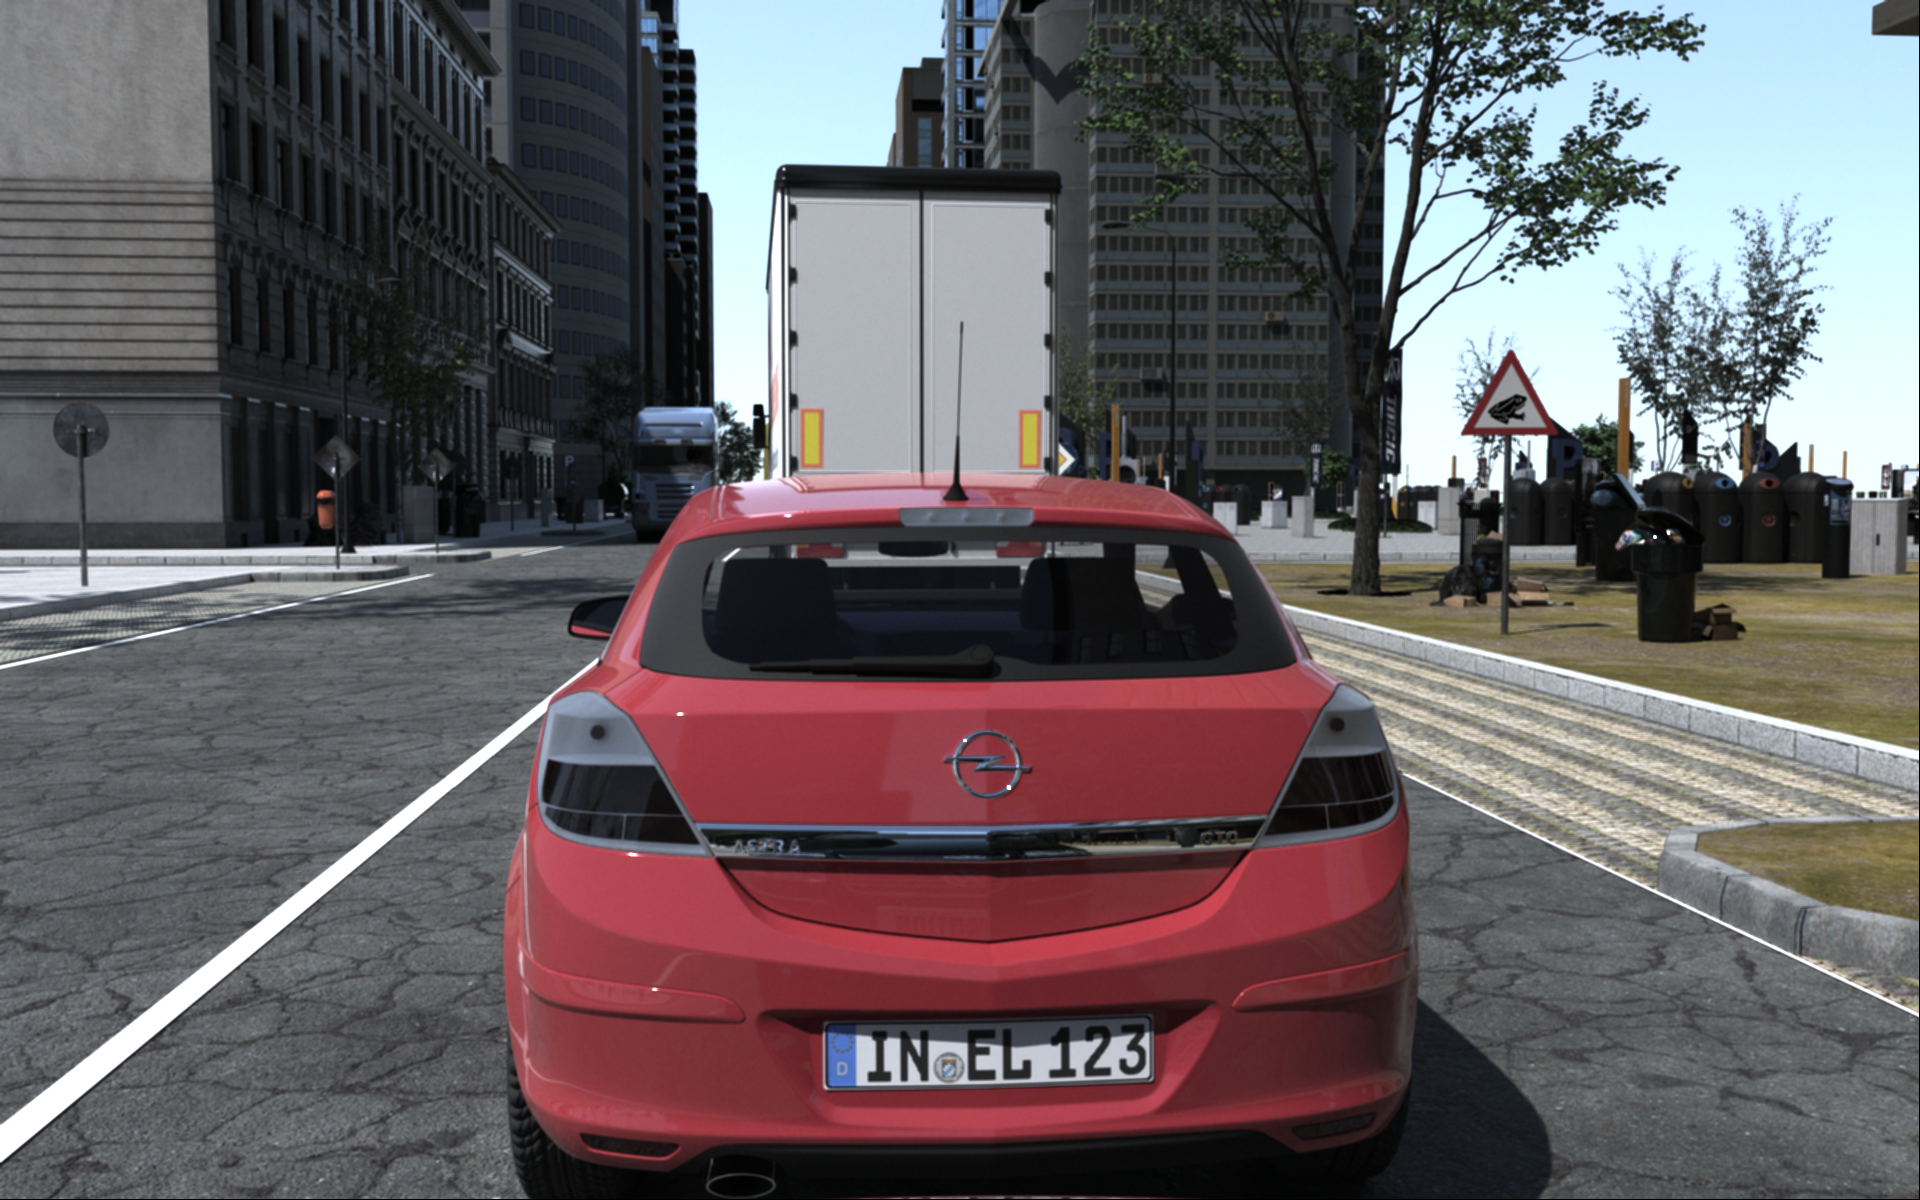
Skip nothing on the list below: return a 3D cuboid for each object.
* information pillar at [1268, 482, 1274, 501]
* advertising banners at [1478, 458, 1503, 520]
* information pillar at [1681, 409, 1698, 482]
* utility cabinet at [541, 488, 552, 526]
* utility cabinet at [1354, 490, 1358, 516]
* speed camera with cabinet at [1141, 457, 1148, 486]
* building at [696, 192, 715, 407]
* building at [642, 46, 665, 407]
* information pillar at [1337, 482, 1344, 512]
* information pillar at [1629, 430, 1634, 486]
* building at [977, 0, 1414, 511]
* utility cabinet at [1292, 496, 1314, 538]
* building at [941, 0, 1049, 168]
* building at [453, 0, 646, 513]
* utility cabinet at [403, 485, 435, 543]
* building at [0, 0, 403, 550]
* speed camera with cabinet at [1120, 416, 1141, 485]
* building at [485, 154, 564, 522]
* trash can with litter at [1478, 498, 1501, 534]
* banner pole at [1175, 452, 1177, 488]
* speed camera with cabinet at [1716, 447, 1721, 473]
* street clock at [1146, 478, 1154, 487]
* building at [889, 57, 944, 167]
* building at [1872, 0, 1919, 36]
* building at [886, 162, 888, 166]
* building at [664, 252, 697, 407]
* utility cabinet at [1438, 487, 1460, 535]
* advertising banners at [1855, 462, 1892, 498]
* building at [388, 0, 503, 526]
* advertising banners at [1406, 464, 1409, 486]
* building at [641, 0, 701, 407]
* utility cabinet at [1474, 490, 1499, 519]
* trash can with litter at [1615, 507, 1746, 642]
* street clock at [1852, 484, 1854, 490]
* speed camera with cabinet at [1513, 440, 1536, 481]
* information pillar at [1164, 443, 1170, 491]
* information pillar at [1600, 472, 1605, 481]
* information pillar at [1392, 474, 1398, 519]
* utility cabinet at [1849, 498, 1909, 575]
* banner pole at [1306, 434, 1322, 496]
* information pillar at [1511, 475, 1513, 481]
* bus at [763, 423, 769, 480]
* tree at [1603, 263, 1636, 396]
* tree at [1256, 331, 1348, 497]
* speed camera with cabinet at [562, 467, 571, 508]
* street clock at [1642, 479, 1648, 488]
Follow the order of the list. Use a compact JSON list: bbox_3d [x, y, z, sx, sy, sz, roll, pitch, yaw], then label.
[{"bbox_3d":[19.489,-6.360,108.485,0.304,2.012,0.304,0,4,-3],"label":"information pillar"},{"bbox_3d":[25.570,-5.292,82.707,0.090,3.025,2.074,-3,4,-37],"label":"advertising banners"},{"bbox_3d":[20.022,-3.439,47.579,0.504,3.616,0.183,-1,4,-21],"label":"information pillar"},{"bbox_3d":[-16.331,-3.658,68.480,0.318,1.500,1.173,0,4,-7],"label":"utility cabinet"},{"bbox_3d":[23.385,-5.600,100.244,1.173,1.500,0.318,-1,4,-19],"label":"utility cabinet"},{"bbox_3d":[9.370,-6.027,92.878,0.660,3.252,2.038,-1,4,-23],"label":"speed camera with cabinet"},{"bbox_3d":[-42.767,-36.660,249.507,14.600,45.320,14.200,0,4,-5],"label":"building"},{"bbox_3d":[-36.690,-31.826,170.458,14.600,45.320,14.200,0,4,-5],"label":"building"},{"bbox_3d":[23.151,-6.167,105.317,0.304,2.012,0.304,-3,4,-39],"label":"information pillar"},{"bbox_3d":[21.703,-3.979,56.411,0.183,3.616,0.504,-2,4,-26],"label":"information pillar"},{"bbox_3d":[14.694,-26.845,130.795,32.217,40.220,23.993,0,4,-5],"label":"building"},{"bbox_3d":[10.048,-2.422,50.756,0.306,1.237,1.020,-1,4,-11],"label":"utility cabinet"},{"bbox_3d":[7.050,-51.596,156.260,22.319,86.520,31.000,0,4,-5],"label":"building"},{"bbox_3d":[-34.728,-35.620,124.379,21.231,58.520,28.212,0,4,-5],"label":"building"},{"bbox_3d":[-14.070,-2.226,45.071,0.318,1.500,1.173,1,4,9],"label":"utility cabinet"},{"bbox_3d":[-22.548,-12.170,48.123,9.793,20.994,18.267,0,4,-5],"label":"building"},{"bbox_3d":[3.441,-3.012,43.580,2.038,3.252,0.660,0,4,4],"label":"speed camera with cabinet"},{"bbox_3d":[-26.778,-13.675,88.210,10.561,19.102,19.286,0,4,-5],"label":"building"},{"bbox_3d":[16.846,-2.681,55.225,0.624,1.170,1.055,2,4,25],"label":"trash can with litter"},{"bbox_3d":[11.319,-6.198,91.349,0.401,3.779,0.863,-1,4,-10],"label":"banner pole"},{"bbox_3d":[31.830,-4.840,73.475,0.660,3.252,2.038,1,4,16],"label":"speed camera with cabinet"},{"bbox_3d":[8.672,-4.528,78.599,0.471,2.002,0.358,-2,4,-31],"label":"street clock"},{"bbox_3d":[0.612,-32.388,179.647,14.600,45.320,14.200,0,4,-5],"label":"building"},{"bbox_3d":[25.038,-25.612,8.003,28.713,52.752,27.495,0,4,-5],"label":"building"},{"bbox_3d":[0.334,-37.546,233.482,23.786,49.044,30.456,0,4,-5],"label":"building"},{"bbox_3d":[-38.583,-26.456,204.251,14.160,30.474,14.107,0,4,-5],"label":"building"},{"bbox_3d":[15.408,-2.807,54.577,0.318,1.500,1.173,0,4,-3],"label":"utility cabinet"},{"bbox_3d":[54.955,-6.611,104.275,0.090,3.025,2.074,-2,4,-34],"label":"advertising banners"},{"bbox_3d":[-24.951,-14.573,67.144,11.050,23.489,19.941,0,4,-5],"label":"building"},{"bbox_3d":[25.733,-6.363,100.219,0.090,3.025,2.074,2,4,26],"label":"advertising banners"},{"bbox_3d":[-44.120,-55.830,225.484,22.319,86.520,31.000,0,4,-5],"label":"building"},{"bbox_3d":[27.106,-4.925,89.207,1.173,1.500,0.318,2,4,33],"label":"utility cabinet"},{"bbox_3d":[6.352,-0.235,15.225,1.055,1.170,0.624,-2,4,-25],"label":"trash can with litter"},{"bbox_3d":[59.551,-6.812,115.949,0.358,2.002,0.471,-1,4,-11],"label":"street clock"},{"bbox_3d":[21.155,-4.249,63.806,2.038,3.252,0.660,-3,5,-40],"label":"speed camera with cabinet"},{"bbox_3d":[9.482,-5.376,79.246,0.183,3.616,0.504,-2,4,-25],"label":"information pillar"},{"bbox_3d":[21.160,-3.238,57.440,0.304,2.012,0.304,-1,4,-11],"label":"information pillar"},{"bbox_3d":[19.933,-5.381,79.336,0.183,3.616,0.504,0,4,-7],"label":"information pillar"},{"bbox_3d":[14.729,-1.028,27.973,0.306,1.237,1.020,-2,4,-29],"label":"utility cabinet"},{"bbox_3d":[14.694,-5.031,72.268,0.863,3.779,0.401,2,4,24],"label":"banner pole"},{"bbox_3d":[21.584,-3.869,67.752,0.304,2.012,0.304,0,4,6],"label":"information pillar"},{"bbox_3d":[-5.023,-3.961,56.315,2.896,3.916,12.252,0,4,-6],"label":"bus"},{"bbox_3d":[20.994,-6.159,51.065,4.360,8.622,3.978,0,3,0],"label":"tree"},{"bbox_3d":[15.548,-7.753,77.128,4.360,8.622,3.978,0,3,0],"label":"tree"},{"bbox_3d":[-20.981,-6.046,93.194,0.660,3.252,2.038,-1,4,-19],"label":"speed camera with cabinet"},{"bbox_3d":[33.360,-4.877,84.316,0.358,2.002,0.471,2,4,32],"label":"street clock"}]
